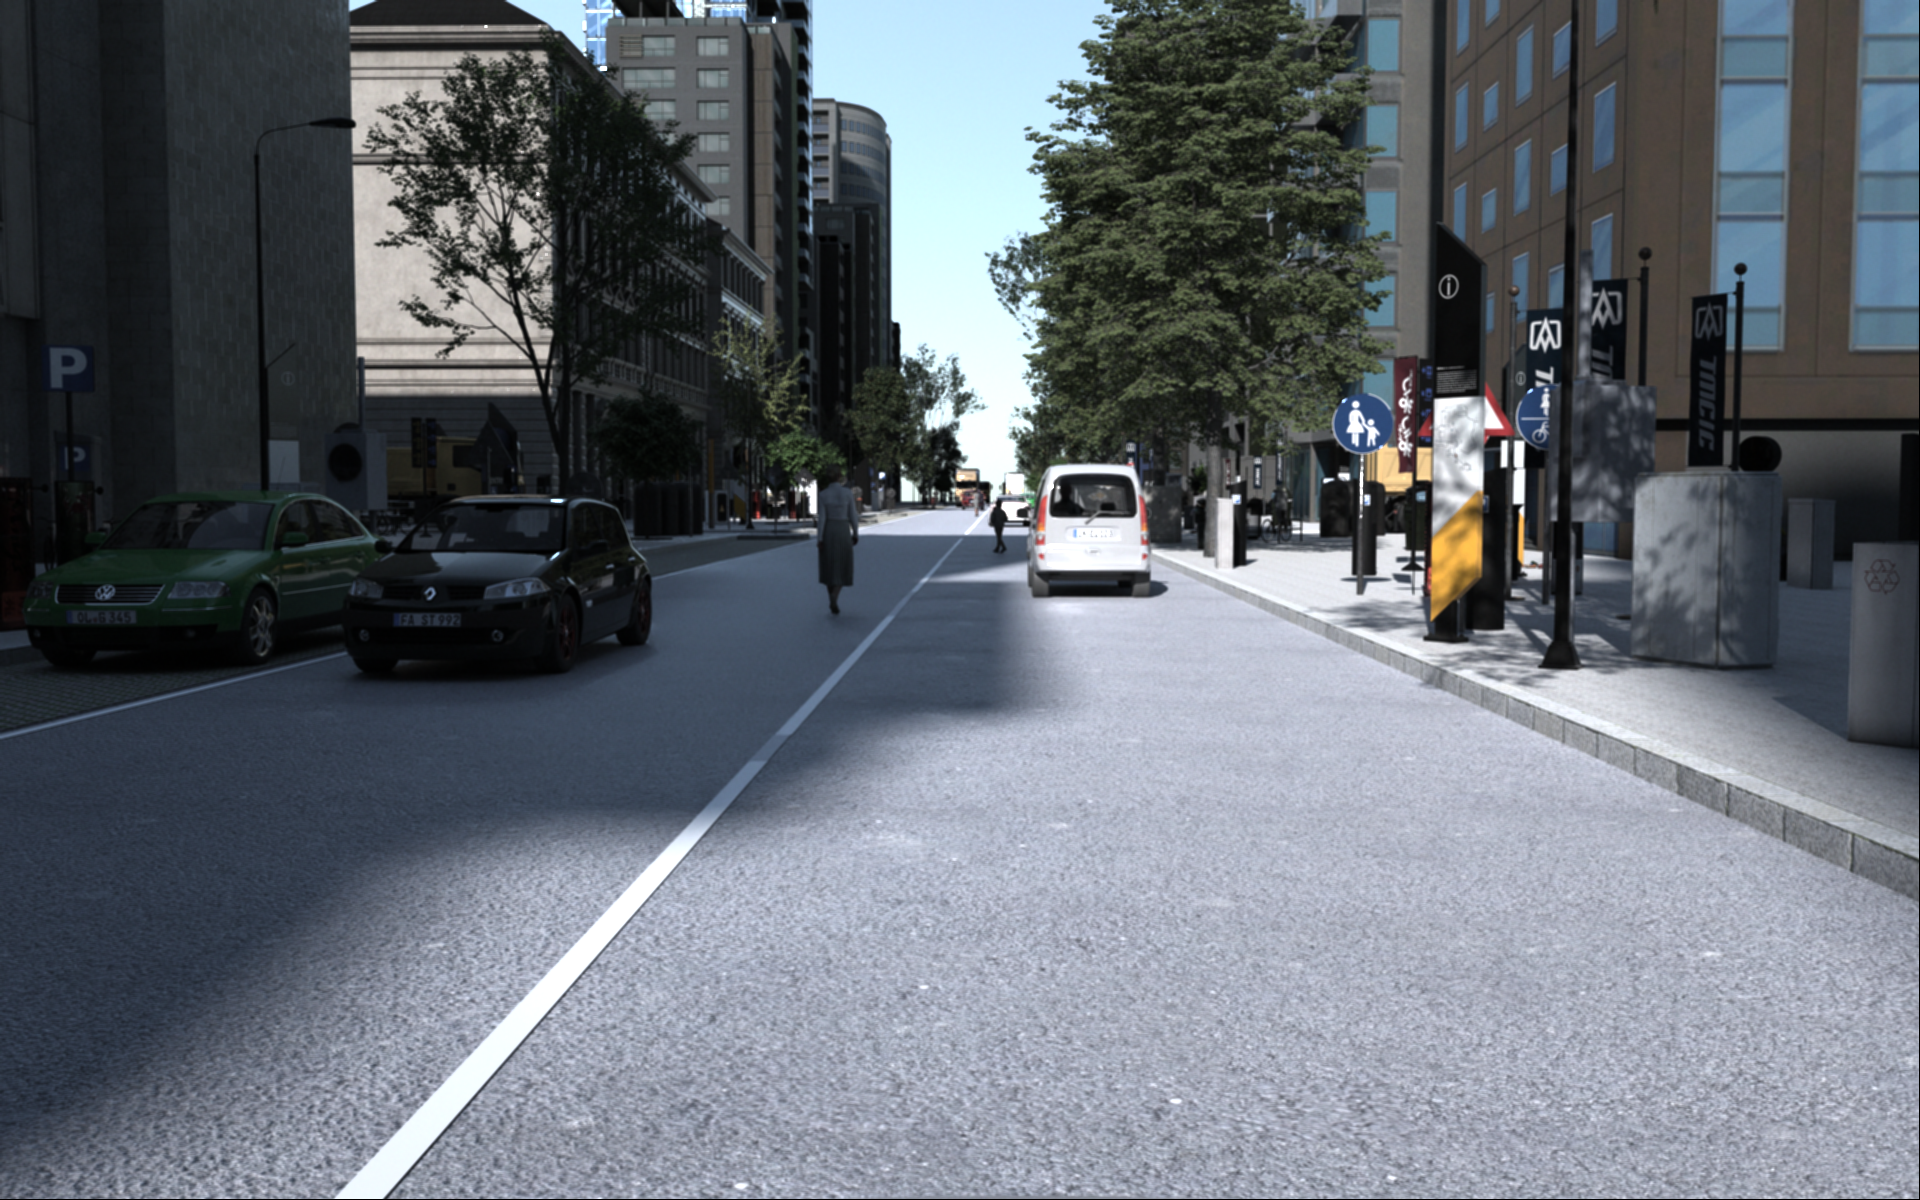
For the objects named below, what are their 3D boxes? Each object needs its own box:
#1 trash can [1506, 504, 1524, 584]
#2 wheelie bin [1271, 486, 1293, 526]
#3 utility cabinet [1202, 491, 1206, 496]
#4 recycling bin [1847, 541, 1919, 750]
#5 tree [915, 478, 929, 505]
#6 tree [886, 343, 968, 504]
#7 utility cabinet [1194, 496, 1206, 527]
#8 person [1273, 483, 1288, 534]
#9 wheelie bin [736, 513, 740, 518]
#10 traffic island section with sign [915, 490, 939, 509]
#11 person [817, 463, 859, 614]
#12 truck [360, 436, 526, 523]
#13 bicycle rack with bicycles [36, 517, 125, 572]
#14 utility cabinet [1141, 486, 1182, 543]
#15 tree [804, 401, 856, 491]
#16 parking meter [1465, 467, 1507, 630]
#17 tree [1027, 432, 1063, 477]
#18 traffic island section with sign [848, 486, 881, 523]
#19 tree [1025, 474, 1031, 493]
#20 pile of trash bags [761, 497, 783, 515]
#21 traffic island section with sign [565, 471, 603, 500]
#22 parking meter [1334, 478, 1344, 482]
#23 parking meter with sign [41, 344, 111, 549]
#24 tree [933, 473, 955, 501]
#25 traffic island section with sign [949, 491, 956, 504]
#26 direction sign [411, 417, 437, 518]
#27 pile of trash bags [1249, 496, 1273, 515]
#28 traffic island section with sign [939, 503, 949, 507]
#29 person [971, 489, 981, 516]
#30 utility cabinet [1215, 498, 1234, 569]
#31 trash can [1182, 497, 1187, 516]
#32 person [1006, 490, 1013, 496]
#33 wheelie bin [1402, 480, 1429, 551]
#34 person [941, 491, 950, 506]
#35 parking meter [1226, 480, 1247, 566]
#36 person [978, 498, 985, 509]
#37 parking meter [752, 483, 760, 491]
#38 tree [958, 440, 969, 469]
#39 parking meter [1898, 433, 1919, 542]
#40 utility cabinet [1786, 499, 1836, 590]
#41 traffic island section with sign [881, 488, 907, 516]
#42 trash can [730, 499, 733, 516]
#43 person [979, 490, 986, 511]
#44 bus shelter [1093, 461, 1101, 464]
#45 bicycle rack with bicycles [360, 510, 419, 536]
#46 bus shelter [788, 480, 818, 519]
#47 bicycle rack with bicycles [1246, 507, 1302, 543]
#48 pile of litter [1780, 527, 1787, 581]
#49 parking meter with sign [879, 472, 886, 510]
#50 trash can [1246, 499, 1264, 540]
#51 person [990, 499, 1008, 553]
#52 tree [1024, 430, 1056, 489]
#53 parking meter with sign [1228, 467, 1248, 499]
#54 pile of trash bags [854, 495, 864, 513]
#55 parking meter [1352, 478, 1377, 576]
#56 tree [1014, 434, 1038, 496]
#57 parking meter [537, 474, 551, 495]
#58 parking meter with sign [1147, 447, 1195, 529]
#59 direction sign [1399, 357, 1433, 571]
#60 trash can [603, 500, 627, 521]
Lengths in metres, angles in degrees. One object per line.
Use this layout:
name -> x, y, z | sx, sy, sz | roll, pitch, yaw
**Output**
trash can -> 7.628, -0.795, 24.647 | 0.748, 1.137, 0.748 | 0, 3, 0
wheelie bin -> 12.941, -3.787, 69.830 | 0.980, 1.594, 0.693 | -3, 5, -41
utility cabinet -> 16.555, -6.623, 116.967 | 0.318, 1.500, 1.173 | 0, 4, -3
recycling bin -> 5.090, 0.224, 8.885 | 0.722, 1.027, 0.722 | -2, 4, -35
tree -> -4.447, -13.002, 207.180 | 1.663, 3.219, 1.824 | 0, 3, 0
tree -> -3.657, -21.940, 214.605 | 12.611, 20.169, 13.585 | 0, 3, 0
utility cabinet -> 9.509, -3.490, 68.231 | 0.306, 1.237, 1.020 | -1, 4, -14
person -> 10.926, -3.085, 59.115 | 0.537, 1.800, 0.526 | 0, 4, -3
wheelie bin -> -11.659, -5.145, 92.029 | 0.980, 1.594, 0.693 | 0, 4, -2
traffic island section with sign -> -3.236, -9.430, 162.804 | 1.989, 1.847, 2.006 | 0, 4, 1
person -> -1.486, -0.733, 20.705 | 0.478, 1.798, 0.641 | 1, 4, 11
truck -> -19.003, -3.857, 58.979 | 9.791, 3.379, 3.469 | 0, 4, 2
bicycle rack with bicycles -> -13.045, -0.847, 27.235 | 2.852, 0.926, 2.925 | -2, 4, -32
utility cabinet -> 5.222, -2.247, 45.413 | 1.173, 1.500, 0.318 | 3, 4, 36
tree -> -10.334, -11.390, 136.595 | 4.360, 8.622, 3.978 | 0, 3, 0
parking meter -> 4.986, -0.491, 16.442 | 0.372, 1.533, 0.369 | 0, 3, 0
tree -> 8.039, -12.834, 160.201 | 4.360, 8.622, 3.978 | 0, 3, 0
traffic island section with sign -> -5.135, -4.735, 86.042 | 1.989, 1.847, 2.006 | 0, 4, 1
tree -> 9.417, -11.074, 164.770 | 4.285, 4.588, 4.351 | 0, 3, 0
pile of trash bags -> -11.273, -5.797, 104.528 | 3.447, 1.369, 1.912 | -2, 4, -24
traffic island section with sign -> -6.522, -1.290, 29.724 | 1.989, 1.847, 2.006 | 0, 4, 1
parking meter -> 14.050, -3.571, 64.093 | 0.399, 1.863, 0.255 | -2, 4, -25
parking meter with sign -> -10.698, -1.519, 21.093 | 0.543, 3.016, 1.738 | -1, 4, -19
tree -> -2.357, -18.721, 289.806 | 4.285, 4.588, 4.351 | 0, 3, 0
traffic island section with sign -> -1.205, -14.462, 245.074 | 1.989, 1.847, 2.006 | 0, 4, 1
direction sign -> -15.923, -3.640, 51.515 | 0.379, 3.537, 0.876 | 2, 4, 34
pile of trash bags -> 18.232, -5.876, 105.831 | 1.912, 1.369, 3.447 | -3, 5, -42
traffic island section with sign -> -2.559, -11.101, 190.121 | 1.989, 1.847, 2.006 | 0, 4, 1
person -> 1.042, -6.292, 111.738 | 0.716, 1.782, 0.532 | -3, 5, -40
utility cabinet -> 4.604, -1.161, 30.142 | 0.306, 1.237, 1.020 | 0, 4, 6
trash can -> 12.884, -5.442, 100.623 | 0.748, 1.137, 0.748 | 0, 3, 0
person -> 4.492, -9.003, 155.704 | 1.348, 1.823, 0.705 | -2, 4, -27
wheelie bin -> 10.450, -1.914, 39.207 | 0.693, 1.594, 0.980 | -1, 4, -18
person -> -1.849, -12.448, 212.112 | 1.350, 1.814, 0.705 | 2, 4, 31
parking meter -> 4.940, -1.382, 31.001 | 0.372, 1.533, 0.369 | 0, 3, 0
person -> 2.003, -9.553, 165.635 | 0.756, 1.711, 0.436 | 1, 4, 20
parking meter -> -10.472, -5.081, 88.787 | 0.399, 1.863, 0.255 | 3, 5, 44
tree -> -3.036, -22.296, 281.554 | 9.611, 12.733, 9.660 | 0, 3, 0
parking meter -> 9.342, -0.677, 16.785 | 0.399, 1.863, 0.255 | 0, 4, -2
utility cabinet -> 11.655, -0.768, 23.725 | 0.306, 1.237, 1.020 | 1, 4, 8
traffic island section with sign -> -4.472, -6.383, 112.989 | 1.989, 1.847, 2.006 | 0, 4, 1
trash can -> -13.334, -5.454, 100.833 | 0.748, 1.137, 0.748 | 0, 3, 0
person -> 1.990, -8.582, 149.266 | 0.568, 1.767, 0.683 | 1, 4, 15
bus shelter -> 7.382, -6.521, 100.546 | 2.014, 3.302, 5.546 | 0, 4, 2
bicycle rack with bicycles -> -18.178, -2.441, 53.292 | 2.925, 0.926, 2.852 | -1, 4, -19
bus shelter -> -8.058, -5.995, 91.934 | 2.014, 3.302, 5.546 | 0, 4, 1
bicycle rack with bicycles -> 7.866, -2.034, 46.631 | 2.852, 0.926, 2.925 | 2, 4, 31
pile of litter -> 11.903, -0.726, 25.829 | 1.719, 0.858, 1.176 | 0, 4, 6
parking meter with sign -> -6.276, -8.657, 137.807 | 0.543, 3.016, 1.738 | 0, 4, 3
trash can -> 8.222, -2.288, 49.060 | 0.748, 1.137, 0.748 | 0, 3, 0
person -> 0.937, -1.796, 42.135 | 0.475, 1.303, 0.640 | -3, 4, -36
tree -> 9.200, -14.479, 187.099 | 4.737, 8.622, 4.395 | 0, 3, 0
parking meter with sign -> 17.435, -6.983, 110.425 | 1.738, 3.016, 0.543 | 1, 4, 10
pile of trash bags -> -7.405, -6.615, 117.910 | 1.912, 1.369, 3.447 | -2, 4, -26
parking meter -> 6.381, -1.156, 27.316 | 0.372, 1.533, 0.369 | 0, 3, 0
tree -> 11.998, -21.103, 270.782 | 9.928, 11.665, 9.643 | 0, 3, 0
parking meter -> -12.104, -2.733, 50.400 | 0.255, 1.863, 0.399 | 1, 4, 21
parking meter with sign -> 7.744, -4.105, 63.383 | 1.738, 3.016, 0.543 | 1, 4, 22
direction sign -> 7.597, -2.259, 28.938 | 0.876, 3.537, 0.379 | -3, 4, -38
trash can -> -8.394, -1.839, 41.728 | 0.748, 1.137, 0.748 | 0, 3, 0
